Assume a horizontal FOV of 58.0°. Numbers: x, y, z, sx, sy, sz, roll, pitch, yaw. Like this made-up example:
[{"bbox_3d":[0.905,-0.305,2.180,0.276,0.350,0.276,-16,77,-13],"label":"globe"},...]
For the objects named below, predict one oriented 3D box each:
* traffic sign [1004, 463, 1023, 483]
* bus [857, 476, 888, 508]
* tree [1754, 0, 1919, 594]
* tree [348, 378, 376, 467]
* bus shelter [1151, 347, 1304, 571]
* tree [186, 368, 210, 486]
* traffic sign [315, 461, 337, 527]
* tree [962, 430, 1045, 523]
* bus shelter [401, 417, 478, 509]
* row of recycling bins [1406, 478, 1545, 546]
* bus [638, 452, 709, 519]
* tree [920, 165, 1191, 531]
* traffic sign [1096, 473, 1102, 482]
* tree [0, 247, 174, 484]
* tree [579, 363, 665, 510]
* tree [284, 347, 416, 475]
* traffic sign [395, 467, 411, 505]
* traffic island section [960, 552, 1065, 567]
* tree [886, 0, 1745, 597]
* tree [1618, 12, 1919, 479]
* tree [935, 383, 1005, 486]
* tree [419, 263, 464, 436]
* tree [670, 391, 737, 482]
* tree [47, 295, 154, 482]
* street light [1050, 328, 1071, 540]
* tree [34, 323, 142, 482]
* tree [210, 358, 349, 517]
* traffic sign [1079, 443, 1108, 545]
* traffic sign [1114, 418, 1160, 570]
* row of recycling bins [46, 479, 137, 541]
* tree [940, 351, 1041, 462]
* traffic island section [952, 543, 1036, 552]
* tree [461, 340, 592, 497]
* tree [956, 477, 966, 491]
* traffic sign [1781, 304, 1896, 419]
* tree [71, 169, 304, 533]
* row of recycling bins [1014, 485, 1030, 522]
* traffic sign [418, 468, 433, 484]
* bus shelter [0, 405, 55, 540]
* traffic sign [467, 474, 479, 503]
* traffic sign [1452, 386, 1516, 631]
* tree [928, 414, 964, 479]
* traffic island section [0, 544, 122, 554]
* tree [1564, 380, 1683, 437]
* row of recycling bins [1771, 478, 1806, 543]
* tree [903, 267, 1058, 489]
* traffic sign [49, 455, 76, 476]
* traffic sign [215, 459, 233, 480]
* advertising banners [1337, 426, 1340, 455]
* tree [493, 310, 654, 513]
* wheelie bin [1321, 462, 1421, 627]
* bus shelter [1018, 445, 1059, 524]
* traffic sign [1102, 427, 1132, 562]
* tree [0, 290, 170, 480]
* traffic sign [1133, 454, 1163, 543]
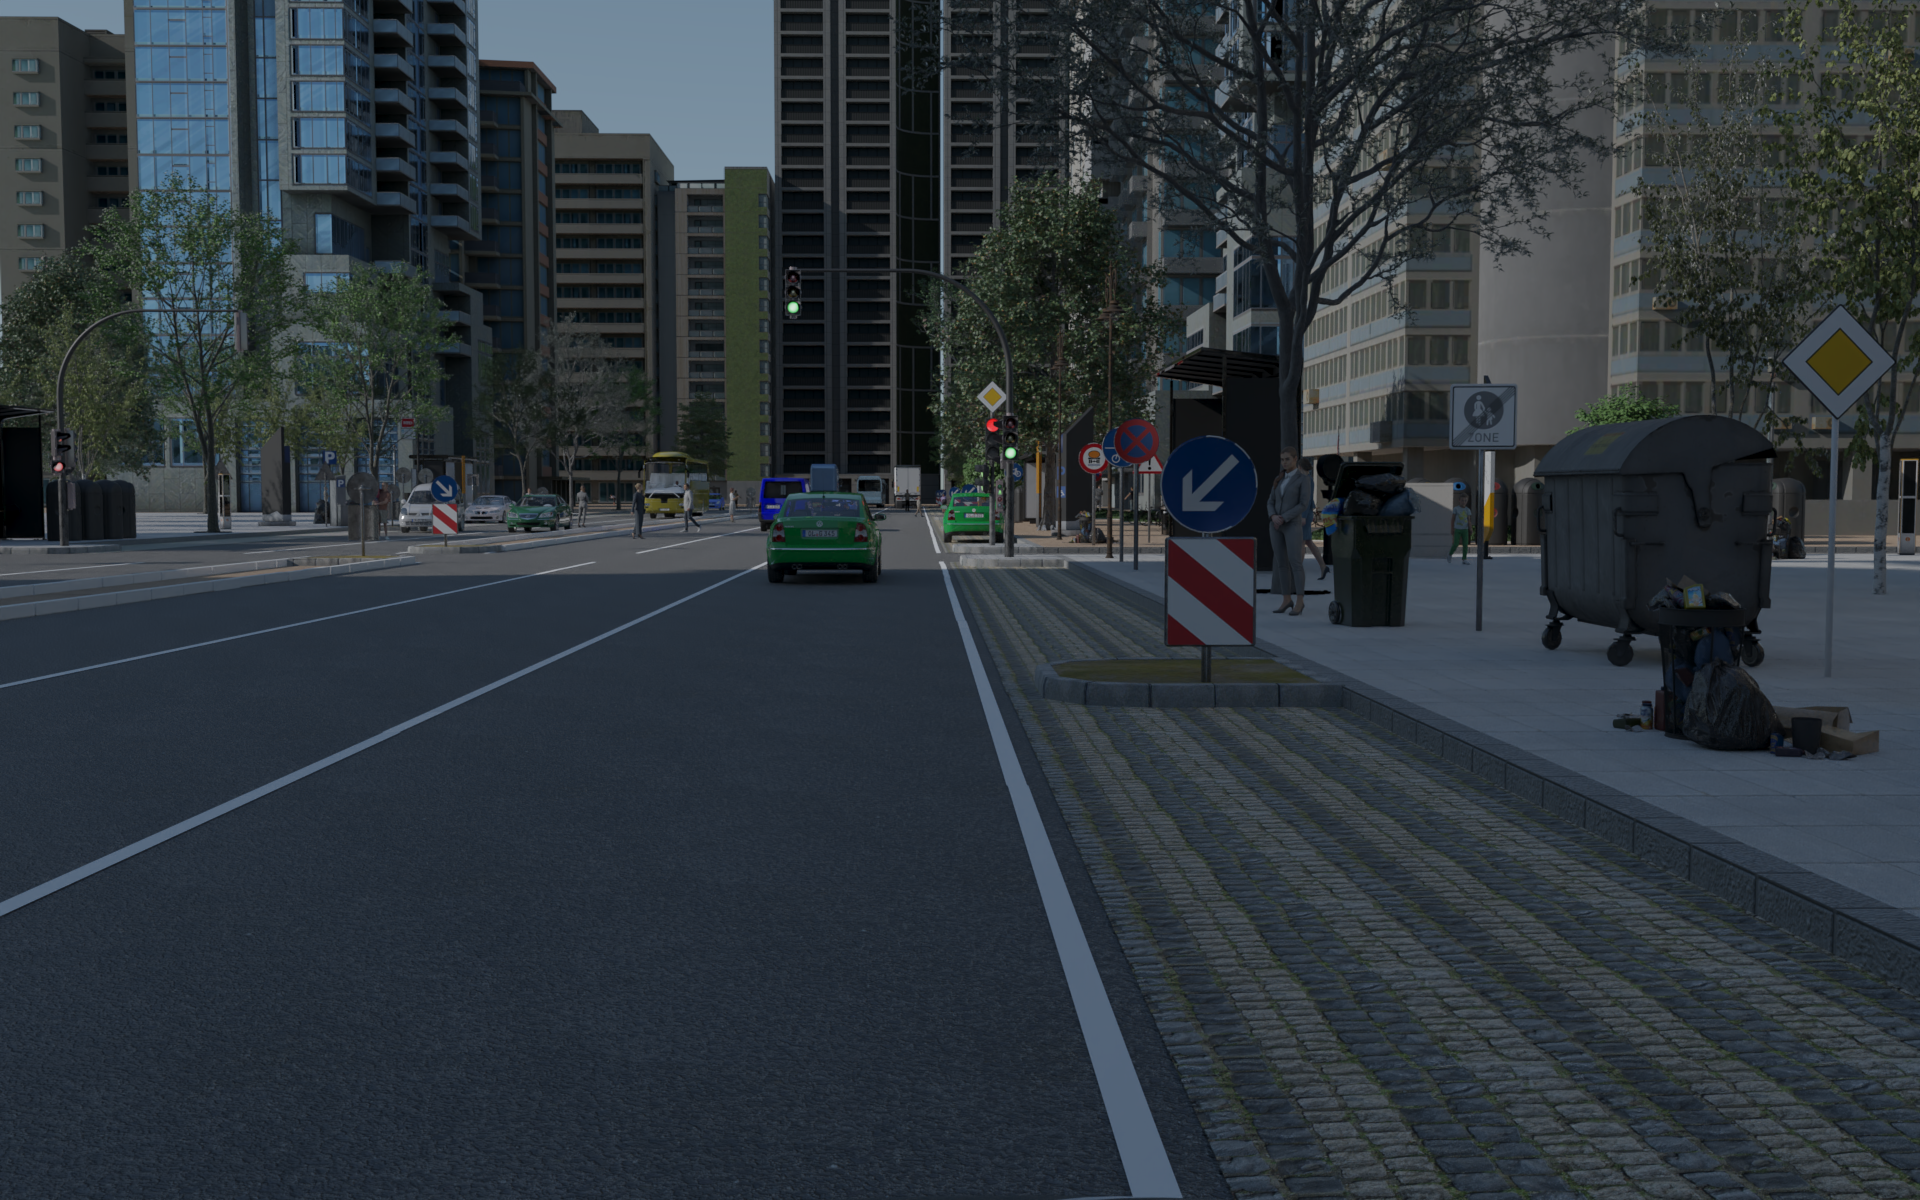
[{"bbox_3d":[2.176,-4.301,70.425,0.768,2.556,0.104,0,4,0],"label":"traffic sign"},{"bbox_3d":[-9.270,-11.463,182.273,2.948,3.499,13.247,0,4,-1],"label":"bus"},{"bbox_3d":[12.024,-4.379,21.961,4.737,8.622,4.395,0,3,0],"label":"tree"},{"bbox_3d":[-35.551,-9.063,98.537,4.737,8.622,4.395,0,3,0],"label":"tree"},{"bbox_3d":[4.645,-2.417,30.802,1.731,3.624,6.357,0,4,-1],"label":"bus shelter"},{"bbox_3d":[-41.270,-8.956,96.785,4.737,8.622,4.395,0,3,0],"label":"tree"},{"bbox_3d":[-24.902,-4.159,68.001,0.884,2.594,0.081,0,4,-1],"label":"traffic sign"},{"bbox_3d":[2.137,-5.731,77.408,4.285,4.588,4.351,0,3,0],"label":"tree"},{"bbox_3d":[-28.228,-7.081,93.401,2.179,5.291,8.768,0,4,-1],"label":"bus shelter"},{"bbox_3d":[12.910,-2.233,43.620,3.534,1.692,1.069,0,4,7],"label":"row of recycling bins"},{"bbox_3d":[-17.028,-6.899,104.351,2.896,3.916,12.252,0,4,-2],"label":"bus"},{"bbox_3d":[3.189,-8.777,60.516,9.611,12.733,9.660,0,3,0],"label":"tree"},{"bbox_3d":[5.695,-4.525,74.082,0.768,2.556,0.104,0,4,6],"label":"traffic sign"},{"bbox_3d":[-41.484,-10.012,80.699,9.611,12.733,9.660,0,3,0],"label":"tree"},{"bbox_3d":[-26.887,-12.909,136.813,9.928,11.665,9.643,0,3,0],"label":"tree"},{"bbox_3d":[-38.185,-10.556,107.000,7.601,10.594,8.767,2,4,25],"label":"tree"},{"bbox_3d":[-26.402,-5.019,82.159,0.768,2.556,0.104,0,4,1],"label":"traffic sign"},{"bbox_3d":[1.016,-0.795,35.274,2.009,0.180,2.903,0,4,-1],"label":"traffic island section"},{"bbox_3d":[4.234,-6.812,21.738,12.009,13.543,11.850,0,3,0],"label":"tree"},{"bbox_3d":[12.110,-4.682,26.918,4.360,8.622,3.978,0,3,0],"label":"tree"},{"bbox_3d":[1.608,-14.598,156.811,7.486,12.596,7.792,0,3,0],"label":"tree"},{"bbox_3d":[-25.914,-9.224,76.562,9.928,11.665,9.643,0,3,0],"label":"tree"},{"bbox_3d":[-28.101,-16.634,190.099,7.486,12.596,7.792,0,3,0],"label":"tree"},{"bbox_3d":[-32.805,-7.027,65.251,4.737,8.622,4.395,0,3,0],"label":"tree"},{"bbox_3d":[2.791,-4.624,48.392,0.468,5.910,1.993,0,4,-1],"label":"street light"},{"bbox_3d":[-36.173,-7.416,71.621,4.360,8.622,3.978,0,3,0],"label":"tree"},{"bbox_3d":[-35.659,-8.590,90.810,4.737,8.622,4.395,0,3,0],"label":"tree"},{"bbox_3d":[3.337,-2.634,43.172,0.768,2.556,0.104,0,4,1],"label":"traffic sign"},{"bbox_3d":[2.981,-1.784,29.272,0.768,2.556,0.104,0,4,7],"label":"traffic sign"},{"bbox_3d":[-24.354,-2.545,48.718,1.069,1.692,3.534,0,4,5],"label":"row of recycling bins"},{"bbox_3d":[2.550,-10.341,103.490,8.767,10.594,7.601,0,4,5],"label":"tree"},{"bbox_3d":[0.828,-1.283,43.257,2.009,0.180,2.903,0,4,-1],"label":"traffic island section"},{"bbox_3d":[-26.162,-10.390,104.284,8.767,10.594,7.601,0,3,0],"label":"tree"},{"bbox_3d":[0.648,-10.633,168.457,1.663,3.219,1.824,0,3,0],"label":"tree"},{"bbox_3d":[6.114,-0.754,12.062,0.795,2.593,0.064,0,3,0],"label":"traffic sign"},{"bbox_3d":[-24.920,-8.028,57.016,9.928,11.665,9.643,0,3,0],"label":"tree"},{"bbox_3d":[3.166,-4.555,81.585,1.069,1.692,3.534,1,4,11],"label":"row of recycling bins"},{"bbox_3d":[-26.331,-5.214,85.348,0.768,2.556,0.104,0,4,7],"label":"traffic sign"},{"bbox_3d":[-26.027,-3.305,45.319,1.731,3.624,6.357,0,4,-1],"label":"bus shelter"},{"bbox_3d":[-24.801,-5.264,88.200,0.606,2.300,0.079,0,4,6],"label":"traffic sign"},{"bbox_3d":[4.859,-0.857,16.149,0.606,2.300,0.079,0,4,5],"label":"traffic sign"},{"bbox_3d":[0.117,-16.270,191.768,9.928,11.665,9.643,0,3,0],"label":"tree"},{"bbox_3d":[-22.107,-1.250,42.723,2.009,0.180,2.903,0,4,-1],"label":"traffic island section"},{"bbox_3d":[19.261,-4.065,50.179,4.285,4.588,4.351,0,3,0],"label":"tree"},{"bbox_3d":[21.380,-2.332,45.240,1.069,1.692,3.534,1,4,17],"label":"row of recycling bins"},{"bbox_3d":[2.566,-17.015,134.082,12.611,20.169,13.585,0,3,0],"label":"tree"},{"bbox_3d":[-25.555,-3.011,49.329,0.768,2.556,0.104,0,4,3],"label":"traffic sign"},{"bbox_3d":[-27.079,-3.881,63.459,0.884,2.594,0.081,0,4,1],"label":"traffic sign"},{"bbox_3d":[9.567,-2.918,43.905,0.090,3.025,2.074,1,4,14],"label":"advertising banners"},{"bbox_3d":[-26.225,-12.593,116.272,12.009,13.543,11.850,0,3,0],"label":"tree"},{"bbox_3d":[4.040,-0.549,16.888,0.980,1.594,0.693,-1,4,-10],"label":"wheelie bin"},{"bbox_3d":[3.592,-4.768,71.880,2.014,3.302,5.546,0,4,-2],"label":"bus shelter"},{"bbox_3d":[3.063,-1.998,32.772,0.768,2.556,0.104,0,4,1],"label":"traffic sign"},{"bbox_3d":[-50.242,-11.743,98.656,9.857,13.997,8.962,0,3,0],"label":"tree"},{"bbox_3d":[4.970,-2.780,45.462,0.884,2.594,0.081,0,4,2],"label":"traffic sign"}]
